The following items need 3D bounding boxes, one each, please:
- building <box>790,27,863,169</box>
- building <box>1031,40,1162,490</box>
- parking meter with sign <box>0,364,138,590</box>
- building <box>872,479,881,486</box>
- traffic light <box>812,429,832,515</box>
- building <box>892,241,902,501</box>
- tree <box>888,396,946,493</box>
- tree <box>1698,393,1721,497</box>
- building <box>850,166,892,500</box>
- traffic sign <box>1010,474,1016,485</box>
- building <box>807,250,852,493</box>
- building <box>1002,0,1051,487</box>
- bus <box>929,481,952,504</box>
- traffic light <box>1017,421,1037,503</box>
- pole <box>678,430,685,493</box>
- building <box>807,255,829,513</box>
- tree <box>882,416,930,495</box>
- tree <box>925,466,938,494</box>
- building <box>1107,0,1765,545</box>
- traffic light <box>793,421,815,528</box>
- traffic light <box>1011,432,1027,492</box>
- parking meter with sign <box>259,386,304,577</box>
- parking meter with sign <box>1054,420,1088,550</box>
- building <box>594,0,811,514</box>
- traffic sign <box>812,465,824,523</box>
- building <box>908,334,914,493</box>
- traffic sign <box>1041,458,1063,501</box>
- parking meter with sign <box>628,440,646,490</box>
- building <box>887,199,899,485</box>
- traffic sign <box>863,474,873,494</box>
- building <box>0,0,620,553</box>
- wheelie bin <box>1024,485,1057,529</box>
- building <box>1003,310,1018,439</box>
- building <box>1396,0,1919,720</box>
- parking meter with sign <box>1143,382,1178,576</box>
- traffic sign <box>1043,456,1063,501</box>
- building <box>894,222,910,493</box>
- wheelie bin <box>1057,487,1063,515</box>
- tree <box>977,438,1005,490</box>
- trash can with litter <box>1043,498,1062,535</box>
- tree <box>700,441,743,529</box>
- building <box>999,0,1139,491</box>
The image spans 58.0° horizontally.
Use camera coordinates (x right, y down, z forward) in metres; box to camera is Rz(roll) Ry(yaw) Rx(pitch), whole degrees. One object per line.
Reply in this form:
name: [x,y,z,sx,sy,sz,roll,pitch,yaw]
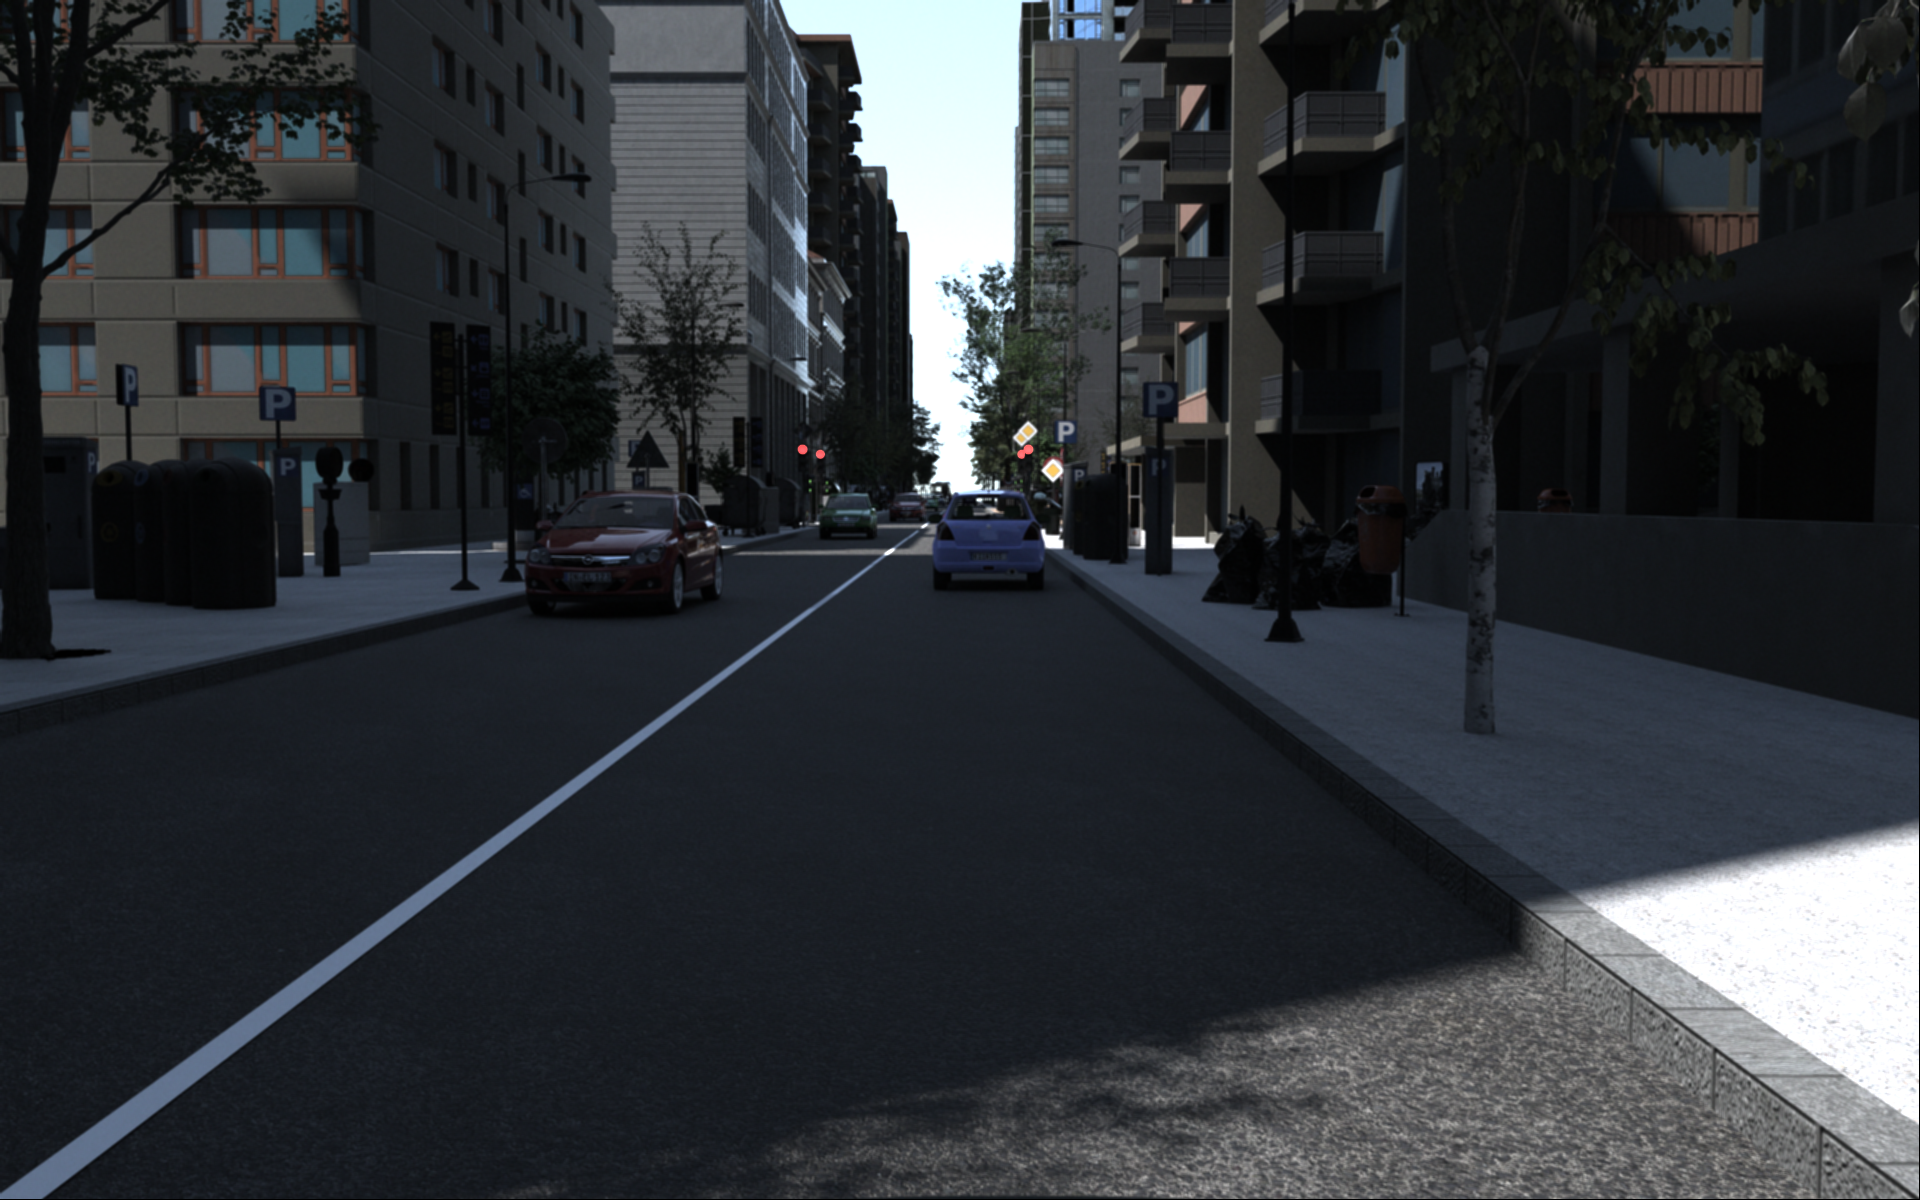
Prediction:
building: [-20.591,-31.121,163.446,22.147,44.769,28.867,0,4,0]
building: [13.553,-29.149,160.176,14.154,41.232,14.086,0,4,0]
parking meter with sign: [-12.081,-1.660,23.407,1.738,3.016,0.543,0,4,-6]
building: [-25.149,-30.514,190.792,32.217,40.220,23.993,0,4,0]
traffic light: [-5.941,-5.221,74.283,0.839,4.253,0.868,0,4,0]
building: [-16.396,-35.983,271.920,14.154,41.232,14.086,0,4,0]
tree: [-6.907,-19.455,224.744,9.857,13.997,8.962,0,3,0]
tree: [11.919,-2.067,28.405,1.663,3.219,1.824,0,3,0]
building: [-16.021,-32.179,209.728,14.154,41.232,14.086,0,4,0]
traffic sign: [3.132,-5.794,94.840,0.768,2.556,0.104,1,4,9]
building: [-15.018,-18.394,136.900,11.583,22.565,21.152,0,4,0]
building: [16.705,-49.768,251.961,20.563,71.187,20.611,0,4,0]
bus: [-2.664,-15.357,245.949,2.948,3.499,13.247,0,4,2]
traffic light: [2.588,-4.731,66.279,0.839,4.253,0.868,0,4,0]
pole: [-8.854,-3.749,55.144,0.158,3.312,0.155,0,3,0]
building: [-14.806,-15.425,116.824,10.561,19.102,19.286,0,4,0]
tree: [-5.963,-13.039,163.554,4.360,8.622,3.978,0,3,0]
tree: [-5.803,-21.264,298.026,4.737,8.622,4.395,0,3,0]
building: [16.026,-24.052,47.869,22.147,44.769,28.867,0,4,0]
traffic light: [-5.974,-4.733,66.298,0.839,4.253,0.868,0,4,0]
traffic light: [2.620,-5.220,74.264,0.839,4.253,0.868,0,4,0]
parking meter with sign: [-10.726,-1.911,27.499,0.543,3.016,1.738,-2,4,-27]
parking meter with sign: [2.661,-2.690,40.242,0.543,3.016,1.738,-1,4,-11]
building: [-14.770,-19.181,91.109,11.434,29.767,29.804,0,4,0]
traffic sign: [-6.331,-4.681,76.537,0.884,2.594,0.081,0,4,3]
building: [-15.330,-32.369,300.932,14.160,30.474,14.107,0,4,0]
traffic sign: [2.997,-3.344,55.861,0.795,2.450,0.064,0,4,3]
parking meter with sign: [-10.271,-3.608,55.252,0.543,3.016,1.738,-1,4,-12]
building: [-20.187,-36.409,249.908,22.147,44.769,28.867,0,4,0]
traffic sign: [-6.022,-6.827,111.626,0.884,2.594,0.081,0,4,7]
building: [-27.283,-12.584,50.785,28.899,21.520,27.650,0,4,0]
wheelie bin: [2.904,-3.397,63.454,0.693,1.594,0.980,-2,4,-27]
building: [13.721,-30.537,270.980,14.160,30.474,14.107,0,4,0]
building: [21.582,-19.678,13.619,32.217,40.220,23.993,0,4,0]
parking meter with sign: [3.223,-1.933,27.864,0.543,3.016,1.738,0,4,7]
traffic sign: [3.156,-3.547,58.095,0.768,2.556,0.104,1,4,9]
building: [-15.343,-38.887,285.907,14.600,45.320,14.200,0,4,0]
wheelie bin: [3.926,-4.096,74.874,0.980,1.594,0.693,0,4,-7]
tree: [3.661,-15.250,199.703,4.360,8.622,3.978,0,3,0]
trash can with litter: [3.134,-2.611,54.081,1.055,1.170,0.624,1,4,20]
tree: [-8.610,-4.203,63.322,1.663,3.219,1.824,0,3,0]
building: [18.020,-59.883,291.764,22.319,86.520,31.000,0,4,0]
